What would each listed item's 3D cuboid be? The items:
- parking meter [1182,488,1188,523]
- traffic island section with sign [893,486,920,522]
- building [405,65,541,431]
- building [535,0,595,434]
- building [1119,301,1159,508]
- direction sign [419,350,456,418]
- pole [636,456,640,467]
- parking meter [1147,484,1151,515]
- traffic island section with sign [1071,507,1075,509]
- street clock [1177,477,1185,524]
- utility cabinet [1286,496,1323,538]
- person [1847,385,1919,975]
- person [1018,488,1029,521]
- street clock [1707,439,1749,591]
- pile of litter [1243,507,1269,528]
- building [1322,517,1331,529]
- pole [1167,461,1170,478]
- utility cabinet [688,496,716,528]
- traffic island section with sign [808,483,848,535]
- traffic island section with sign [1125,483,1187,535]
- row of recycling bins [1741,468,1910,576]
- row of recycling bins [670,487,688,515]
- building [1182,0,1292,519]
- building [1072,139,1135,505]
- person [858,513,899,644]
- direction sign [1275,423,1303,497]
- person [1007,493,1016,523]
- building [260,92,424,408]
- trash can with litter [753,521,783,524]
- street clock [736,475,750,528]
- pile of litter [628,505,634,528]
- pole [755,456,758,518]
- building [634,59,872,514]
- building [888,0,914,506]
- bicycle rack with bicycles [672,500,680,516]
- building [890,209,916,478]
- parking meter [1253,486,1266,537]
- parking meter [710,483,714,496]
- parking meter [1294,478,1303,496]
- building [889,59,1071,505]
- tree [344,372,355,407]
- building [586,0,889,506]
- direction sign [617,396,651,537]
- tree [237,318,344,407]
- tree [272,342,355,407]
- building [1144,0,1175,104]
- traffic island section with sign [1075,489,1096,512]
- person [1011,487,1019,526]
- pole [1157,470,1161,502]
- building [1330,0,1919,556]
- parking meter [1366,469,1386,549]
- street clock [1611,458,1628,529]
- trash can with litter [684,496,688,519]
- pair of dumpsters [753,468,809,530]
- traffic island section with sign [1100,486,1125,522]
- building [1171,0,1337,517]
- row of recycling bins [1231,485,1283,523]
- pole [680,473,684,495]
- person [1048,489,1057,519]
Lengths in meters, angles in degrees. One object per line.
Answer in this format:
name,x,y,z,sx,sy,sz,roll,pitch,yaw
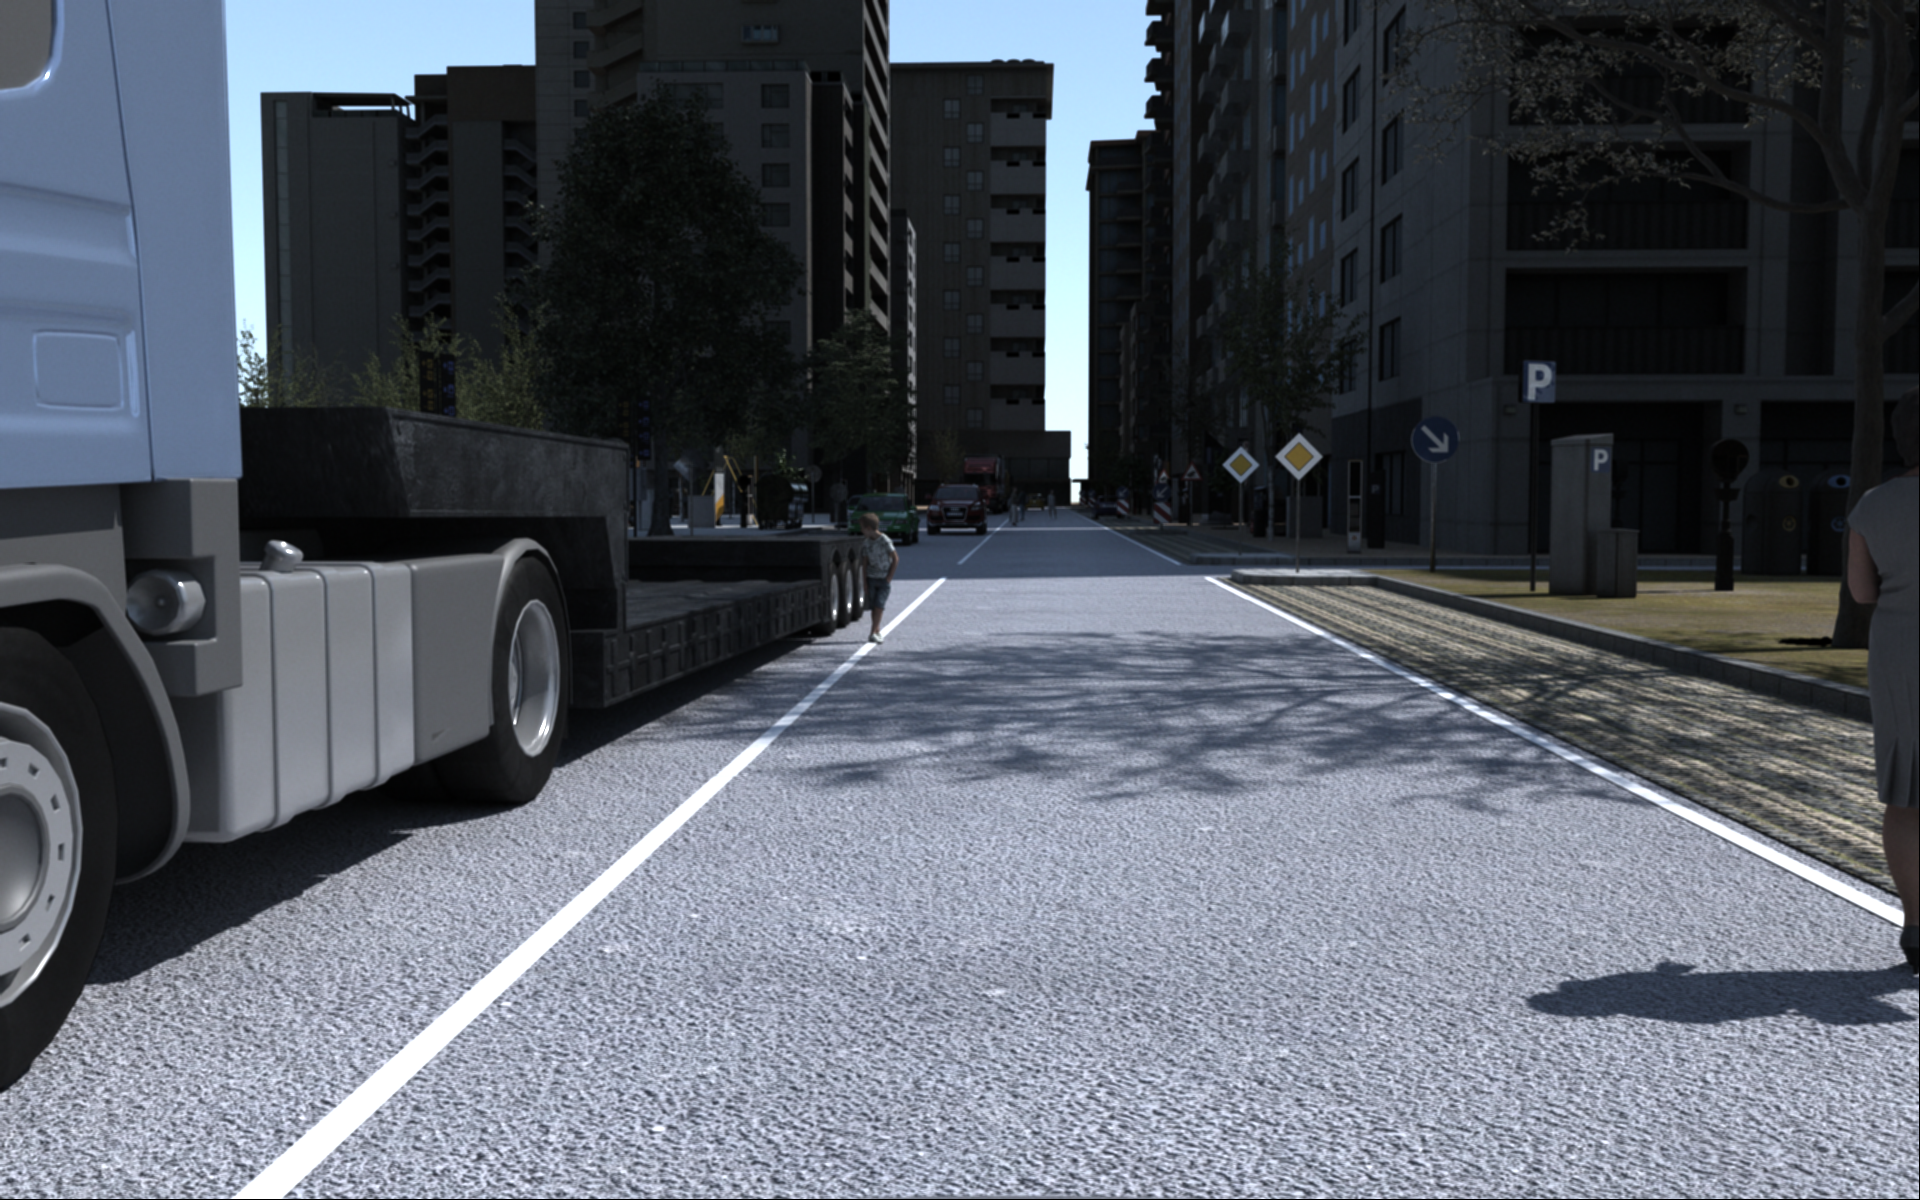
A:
parking meter,9.823,-4.113,75.658,0.372,1.533,0.369,0,3,0
traffic island section with sign,-3.065,-4.923,89.114,1.989,1.847,2.006,0,4,3
building,-47.492,-32.337,178.823,14.200,45.320,14.600,0,4,3
building,-29.418,-44.979,173.652,20.611,71.187,20.563,0,4,3
building,30.155,-19.827,169.209,27.650,21.520,28.899,0,4,3
direction sign,-8.358,-2.189,27.791,0.379,3.537,0.876,1,4,20
pole,-17.179,-6.025,92.351,0.158,3.312,0.155,0,3,0
parking meter,11.506,-6.093,105.339,0.255,1.863,0.399,0,4,6
traffic island section with sign,11.582,-9.585,165.348,1.989,1.847,2.006,0,4,3
street clock,9.549,-4.298,74.834,0.358,2.002,0.471,0,4,3
utility cabinet,10.060,-2.412,50.603,1.020,1.237,0.306,-1,4,-10
person,3.060,0.225,5.175,0.532,1.782,0.716,-3,5,-45
person,3.305,-5.074,91.804,0.721,1.781,0.623,3,4,36
street clock,10.165,-1.126,22.979,0.471,2.002,0.358,0,4,8
pile of litter,11.441,-3.222,66.646,1.176,0.858,1.719,2,4,32
building,20.202,-25.352,64.622,14.600,45.320,14.200,0,4,3
pole,13.001,-6.994,108.191,0.158,3.312,0.155,0,3,0
utility cabinet,-9.836,-3.352,65.963,1.020,1.237,0.306,0,4,1
traffic island section with sign,-4.283,-3.234,61.510,1.989,1.847,2.006,0,4,3
traffic island section with sign,6.999,-3.228,61.403,1.989,1.847,2.006,0,4,3
row of recycling bins,14.207,-1.228,27.186,3.534,1.692,1.069,1,4,18
row of recycling bins,-17.229,-6.065,106.280,1.069,1.692,3.534,0,4,-3
building,24.923,-29.052,94.601,23.786,49.044,30.456,0,4,3
building,28.005,-33.807,207.363,28.867,44.769,22.147,0,4,3
person,-0.791,-0.214,16.688,0.352,1.250,0.332,-2,4,-29
direction sign,10.430,-3.852,54.972,0.876,3.537,0.379,0,4,-7
person,2.593,-4.586,86.073,0.503,1.515,0.523,0,4,-7
building,-62.224,-30.327,179.438,14.086,41.232,14.154,0,4,3
trash can with litter,-8.527,-3.961,75.822,1.678,1.210,2.233,1,4,21
street clock,-8.267,-3.764,66.112,0.471,2.002,0.358,-2,4,-33
pile of litter,-12.885,-3.211,66.469,1.176,0.858,1.719,2,4,32
pole,-10.767,-5.983,91.671,0.158,3.312,0.155,0,3,0
building,-13.754,-21.250,119.131,14.160,30.474,14.107,0,4,3
building,-14.754,-43.981,157.348,20.563,71.187,20.611,0,4,3
bicycle rack with bicycles,-15.894,-5.377,101.292,2.925,0.926,2.852,-2,4,-34
building,-11.682,-24.835,177.748,14.107,30.474,14.160,0,4,3
parking meter,8.909,-2.635,51.497,0.372,1.533,0.369,0,3,0
parking meter,-12.646,-5.083,88.811,0.255,1.863,0.399,1,4,18
parking meter,12.049,-3.424,61.687,0.255,1.863,0.399,2,4,29
building,-0.330,-38.081,211.866,27.495,52.752,28.713,0,4,3
tree,-30.232,-8.602,90.998,4.737,8.622,4.395,0,3,0
building,-17.158,-31.368,136.567,21.300,48.544,21.600,0,4,3
direction sign,-7.553,-2.948,40.196,0.876,3.537,0.379,1,4,22
tree,-29.437,-7.530,73.484,4.737,8.622,4.395,0,3,0
tree,-30.846,-8.121,83.135,4.360,8.622,3.978,0,3,0
building,26.257,-29.675,139.813,22.147,44.769,28.867,0,4,3
traffic island section with sign,10.396,-7.931,138.293,1.989,1.847,2.006,0,4,3
person,2.476,-4.188,77.522,0.362,1.759,0.519,1,4,12
pole,12.030,-6.778,104.668,0.158,3.312,0.155,0,3,0
building,21.803,-37.034,43.758,20.611,71.187,20.563,0,4,3
parking meter,9.788,-2.144,40.769,0.399,1.863,0.255,2,4,28
street clock,13.381,-1.875,35.234,0.358,2.002,0.471,0,4,0
trash can with litter,-14.084,-4.774,89.440,0.624,1.170,1.055,0,4,-1
pair of dumpsters,-6.591,-3.740,63.641,1.574,2.255,4.437,0,4,2
traffic island section with sign,8.218,-4.914,88.971,1.989,1.847,2.006,0,4,3
building,22.062,-28.641,118.390,14.600,45.320,14.200,0,4,3
row of recycling bins,12.547,-4.259,76.755,3.534,1.692,1.069,0,4,-2
pole,-15.822,-6.406,98.575,0.158,3.312,0.155,0,3,0
person,5.228,-5.442,98.486,0.512,1.701,0.522,-2,4,-26
